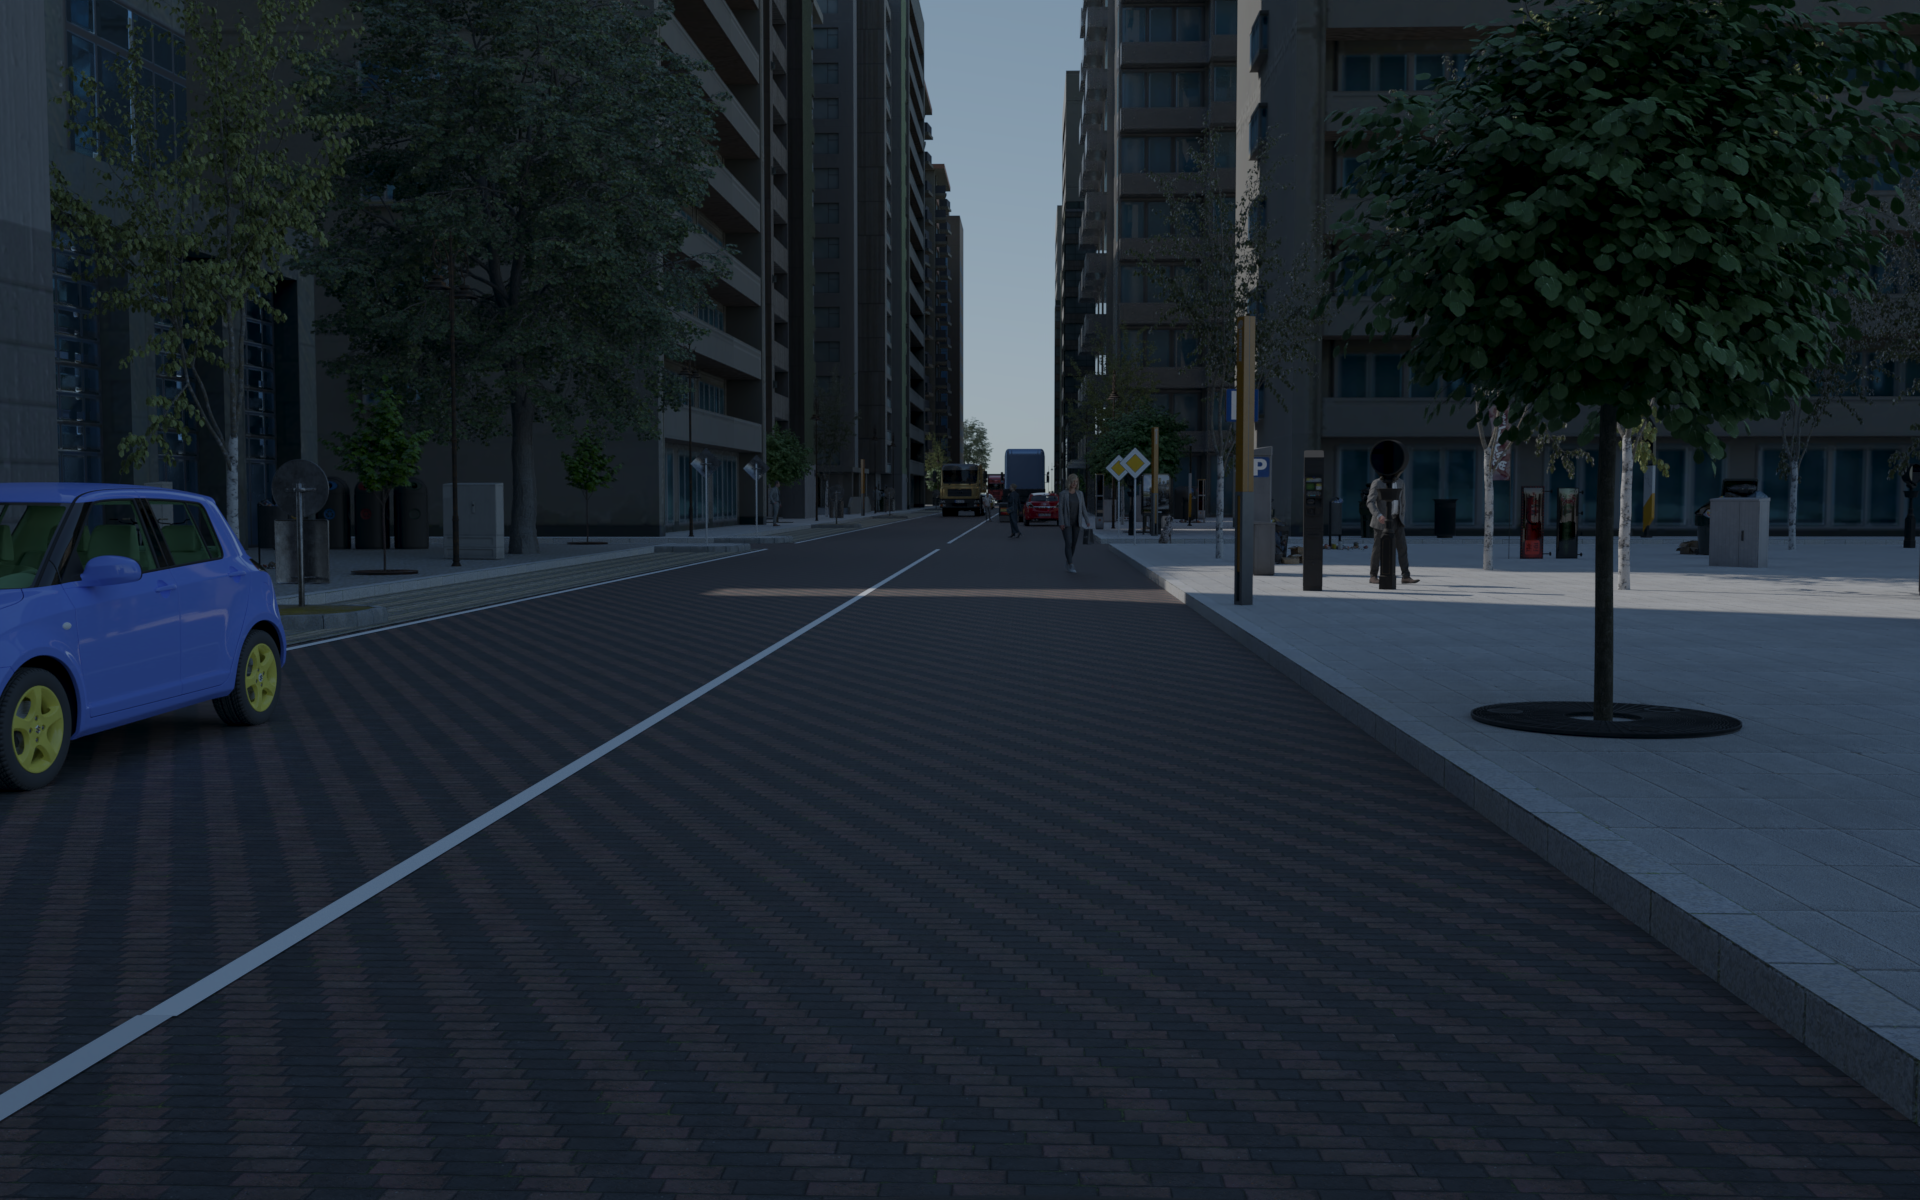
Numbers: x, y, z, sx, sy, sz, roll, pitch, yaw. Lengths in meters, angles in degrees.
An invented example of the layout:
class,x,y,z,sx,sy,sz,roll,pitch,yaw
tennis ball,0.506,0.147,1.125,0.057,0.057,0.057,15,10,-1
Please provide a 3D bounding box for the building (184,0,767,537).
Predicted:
class,x,y,z,sx,sy,sz,roll,pitch,yaw
building,-19.193,-26.759,61.205,21.300,48.544,21.600,0,4,2

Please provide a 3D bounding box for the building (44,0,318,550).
class,x,y,z,sx,sy,sz,roll,pitch,yaw
building,-32.104,-43.909,30.580,31.000,86.520,22.319,0,4,2

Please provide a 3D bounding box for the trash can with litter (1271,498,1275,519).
class,x,y,z,sx,sy,sz,roll,pitch,yaw
trash can with litter,8.653,-2.389,50.455,0.624,1.170,1.055,-3,4,-38

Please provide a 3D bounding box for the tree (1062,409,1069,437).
class,x,y,z,sx,sy,sz,roll,pitch,yaw
tree,9.714,-10.954,129.459,4.360,8.622,3.978,0,3,0

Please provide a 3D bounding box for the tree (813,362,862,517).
class,x,y,z,sx,sy,sz,roll,pitch,yaw
tree,-7.514,-8.984,97.251,4.360,8.622,3.978,0,3,0

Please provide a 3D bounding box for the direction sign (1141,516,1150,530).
class,x,y,z,sx,sy,sz,roll,pitch,yaw
direction sign,6.734,-4.323,62.679,0.379,3.537,0.876,-1,4,-13

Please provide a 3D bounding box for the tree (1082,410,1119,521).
class,x,y,z,sx,sy,sz,roll,pitch,yaw
tree,6.226,-4.523,57.672,4.285,4.588,4.351,0,3,0

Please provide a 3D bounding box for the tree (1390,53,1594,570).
class,x,y,z,sx,sy,sz,roll,pitch,yaw
tree,8.912,-4.793,28.725,4.360,8.622,3.978,0,3,0

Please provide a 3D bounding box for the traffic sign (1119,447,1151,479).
class,x,y,z,sx,sy,sz,roll,pitch,yaw
traffic sign,4.380,-2.506,43.163,0.795,2.593,0.064,0,4,2

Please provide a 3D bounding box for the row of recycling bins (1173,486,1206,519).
class,x,y,z,sx,sy,sz,roll,pitch,yaw
row of recycling bins,11.828,-5.034,89.426,1.069,1.692,3.534,2,4,25

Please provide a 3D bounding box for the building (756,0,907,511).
class,x,y,z,sx,sy,sz,roll,pitch,yaw
building,-11.634,-27.541,133.891,14.154,41.232,14.086,0,4,2

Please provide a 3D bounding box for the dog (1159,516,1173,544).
class,x,y,z,sx,sy,sz,roll,pitch,yaw
dog,5.664,-1.943,48.600,0.800,0.831,0.513,-1,4,-14

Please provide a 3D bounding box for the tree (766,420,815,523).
class,x,y,z,sx,sy,sz,roll,pitch,yaw
tree,-8.238,-5.740,77.565,4.285,4.588,4.351,0,3,0

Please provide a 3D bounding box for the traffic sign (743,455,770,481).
class,x,y,z,sx,sy,sz,roll,pitch,yaw
traffic sign,-6.078,-3.022,51.602,0.795,2.593,0.064,0,4,2

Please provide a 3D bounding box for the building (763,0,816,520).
class,x,y,z,sx,sy,sz,roll,pitch,yaw
building,-15.164,-19.310,87.419,14.160,30.474,14.107,0,4,2

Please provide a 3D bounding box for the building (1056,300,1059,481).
class,x,y,z,sx,sy,sz,roll,pitch,yaw
building,19.543,-27.242,217.107,14.160,30.474,14.107,0,4,2

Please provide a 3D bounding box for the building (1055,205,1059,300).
class,x,y,z,sx,sy,sz,roll,pitch,yaw
building,25.787,-39.764,273.850,21.300,48.544,21.600,0,4,2

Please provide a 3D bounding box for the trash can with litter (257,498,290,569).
class,x,y,z,sx,sy,sz,roll,pitch,yaw
trash can with litter,-12.255,-1.157,29.976,2.233,1.210,1.678,0,4,-8

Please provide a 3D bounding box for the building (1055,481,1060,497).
class,x,y,z,sx,sy,sz,roll,pitch,yaw
building,29.311,-33.332,236.851,32.217,40.220,23.993,0,4,2

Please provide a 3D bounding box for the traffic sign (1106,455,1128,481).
class,x,y,z,sx,sy,sz,roll,pitch,yaw
traffic sign,4.707,-2.994,51.142,0.795,2.593,0.064,0,4,2

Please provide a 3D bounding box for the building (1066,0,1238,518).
class,x,y,z,sx,sy,sz,roll,pitch,yaw
building,18.690,-29.795,106.749,23.786,49.044,30.456,0,4,2

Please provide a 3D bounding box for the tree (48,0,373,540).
class,x,y,z,sx,sy,sz,roll,pitch,yaw
tree,-9.657,-4.398,22.275,4.737,8.622,4.395,0,3,0

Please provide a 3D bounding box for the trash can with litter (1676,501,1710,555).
class,x,y,z,sx,sy,sz,roll,pitch,yaw
trash can with litter,15.593,-1.538,36.541,0.624,1.170,1.055,-2,4,-25

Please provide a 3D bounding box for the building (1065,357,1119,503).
class,x,y,z,sx,sy,sz,roll,pitch,yaw
building,20.671,-51.107,148.265,22.319,86.520,31.000,0,4,2

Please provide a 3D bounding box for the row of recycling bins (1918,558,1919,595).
class,x,y,z,sx,sy,sz,roll,pitch,yaw
row of recycling bins,12.724,-0.816,20.452,1.069,1.692,3.534,0,4,-8

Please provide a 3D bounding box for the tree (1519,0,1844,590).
class,x,y,z,sx,sy,sz,roll,pitch,yaw
tree,9.142,-4.439,22.938,4.737,8.622,4.395,0,3,0

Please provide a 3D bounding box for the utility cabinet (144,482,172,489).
class,x,y,z,sx,sy,sz,roll,pitch,yaw
utility cabinet,-14.353,-1.367,31.029,0.318,1.500,1.173,-1,4,-16

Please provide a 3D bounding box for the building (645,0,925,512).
class,x,y,z,sx,sy,sz,roll,pitch,yaw
building,-14.380,-32.334,152.366,21.300,48.544,21.600,0,4,2

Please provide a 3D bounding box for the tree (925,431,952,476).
class,x,y,z,sx,sy,sz,roll,pitch,yaw
tree,-2.798,-15.395,202.075,4.737,8.622,4.395,0,3,0

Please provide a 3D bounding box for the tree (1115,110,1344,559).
class,x,y,z,sx,sy,sz,roll,pitch,yaw
tree,5.400,-5.127,34.181,4.360,8.622,3.978,0,3,0

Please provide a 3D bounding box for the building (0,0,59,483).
class,x,y,z,sx,sy,sz,roll,pitch,yaw
building,-20.394,-28.179,2.723,21.231,58.520,28.212,0,4,2

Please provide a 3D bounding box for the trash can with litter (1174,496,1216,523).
class,x,y,z,sx,sy,sz,roll,pitch,yaw
trash can with litter,10.304,-4.050,77.276,1.678,1.210,2.233,-2,4,-24

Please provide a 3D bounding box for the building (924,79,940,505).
class,x,y,z,sx,sy,sz,roll,pitch,yaw
building,-14.193,-31.991,177.681,22.147,44.769,28.867,0,4,2

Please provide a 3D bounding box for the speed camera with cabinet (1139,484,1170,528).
class,x,y,z,sx,sy,sz,roll,pitch,yaw
speed camera with cabinet,7.330,-4.332,65.169,0.660,3.252,2.038,2,4,25

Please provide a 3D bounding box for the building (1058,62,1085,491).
class,x,y,z,sx,sy,sz,roll,pitch,yaw
building,22.030,-34.660,190.389,21.300,48.544,21.600,0,4,2

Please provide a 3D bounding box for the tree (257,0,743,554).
class,x,y,z,sx,sy,sz,roll,pitch,yaw
tree,-9.511,-7.967,36.915,9.857,13.997,8.962,0,3,0

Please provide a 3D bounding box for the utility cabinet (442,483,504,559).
class,x,y,z,sx,sy,sz,roll,pitch,yaw
utility cabinet,-9.546,-1.546,33.956,1.173,1.500,0.318,1,4,16

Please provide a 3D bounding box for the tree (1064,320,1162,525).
class,x,y,z,sx,sy,sz,roll,pitch,yaw
tree,6.593,-7.458,72.302,4.737,8.622,4.395,0,3,0

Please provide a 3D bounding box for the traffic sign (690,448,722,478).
class,x,y,z,sx,sy,sz,roll,pitch,yaw
traffic sign,-6.404,-2.534,43.623,0.795,2.593,0.064,0,4,2

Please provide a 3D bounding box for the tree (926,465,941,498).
class,x,y,z,sx,sy,sz,roll,pitch,yaw
tree,-2.426,-12.997,196.213,4.285,4.588,4.351,0,3,0

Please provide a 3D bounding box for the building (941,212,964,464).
class,x,y,z,sx,sy,sz,roll,pitch,yaw
building,-6.618,-37.928,270.227,14.600,45.320,14.200,0,4,2

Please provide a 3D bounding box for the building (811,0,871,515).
class,x,y,z,sx,sy,sz,roll,pitch,yaw
building,-22.649,-25.845,114.449,32.217,40.220,23.993,0,4,2

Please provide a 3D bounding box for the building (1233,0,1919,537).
class,x,y,z,sx,sy,sz,roll,pitch,yaw
building,20.849,-26.726,60.667,21.600,48.544,21.300,0,4,2

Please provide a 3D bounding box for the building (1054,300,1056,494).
class,x,y,z,sx,sy,sz,roll,pitch,yaw
building,20.961,-29.667,256.763,14.160,30.474,14.107,0,4,2

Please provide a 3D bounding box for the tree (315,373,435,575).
class,x,y,z,sx,sy,sz,roll,pitch,yaw
tree,-9.132,-2.022,27.660,1.663,3.219,1.824,0,3,0

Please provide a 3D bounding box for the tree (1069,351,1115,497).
class,x,y,z,sx,sy,sz,roll,pitch,yaw
tree,8.180,-8.545,90.066,4.360,8.622,3.978,0,3,0

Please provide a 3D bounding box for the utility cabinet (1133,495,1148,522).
class,x,y,z,sx,sy,sz,roll,pitch,yaw
utility cabinet,8.379,-4.183,79.560,1.020,1.237,0.306,1,4,12

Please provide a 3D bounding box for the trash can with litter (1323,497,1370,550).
class,x,y,z,sx,sy,sz,roll,pitch,yaw
trash can with litter,9.067,-1.806,40.592,1.678,1.210,2.233,3,4,38

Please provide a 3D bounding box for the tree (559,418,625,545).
class,x,y,z,sx,sy,sz,roll,pitch,yaw
tree,-9.395,-3.035,44.228,1.663,3.219,1.824,0,3,0

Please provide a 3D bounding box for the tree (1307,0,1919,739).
class,x,y,z,sx,sy,sz,roll,pitch,yaw
tree,3.707,-1.583,9.601,4.285,4.588,4.351,0,3,0

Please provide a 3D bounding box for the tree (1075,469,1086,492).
class,x,y,z,sx,sy,sz,roll,pitch,yaw
tree,9.287,-8.533,134.115,1.663,3.219,1.824,0,3,0

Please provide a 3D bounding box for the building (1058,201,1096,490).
class,x,y,z,sx,sy,sz,roll,pitch,yaw
building,17.285,-24.523,172.644,14.160,30.474,14.107,0,4,2

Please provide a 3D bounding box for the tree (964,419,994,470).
class,x,y,z,sx,sy,sz,roll,pitch,yaw
tree,0.779,-23.223,286.350,9.857,13.997,8.962,0,3,0

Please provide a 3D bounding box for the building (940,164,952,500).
class,x,y,z,sx,sy,sz,roll,pitch,yaw
building,-12.490,-34.856,224.511,22.147,44.769,28.867,0,4,2

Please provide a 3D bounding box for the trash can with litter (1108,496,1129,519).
class,x,y,z,sx,sy,sz,roll,pitch,yaw
trash can with litter,8.161,-4.696,87.839,2.233,1.210,1.678,-2,4,-23

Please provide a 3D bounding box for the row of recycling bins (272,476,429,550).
class,x,y,z,sx,sy,sz,roll,pitch,yaw
row of recycling bins,-14.205,-2.035,40.380,3.534,1.692,1.069,-1,4,-8

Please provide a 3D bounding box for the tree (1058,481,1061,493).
class,x,y,z,sx,sy,sz,roll,pitch,yaw
tree,12.686,-13.160,209.768,1.663,3.219,1.824,0,3,0

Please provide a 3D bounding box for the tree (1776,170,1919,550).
class,x,y,z,sx,sy,sz,roll,pitch,yaw
tree,19.398,-5.461,39.645,4.360,8.622,3.978,0,3,0
